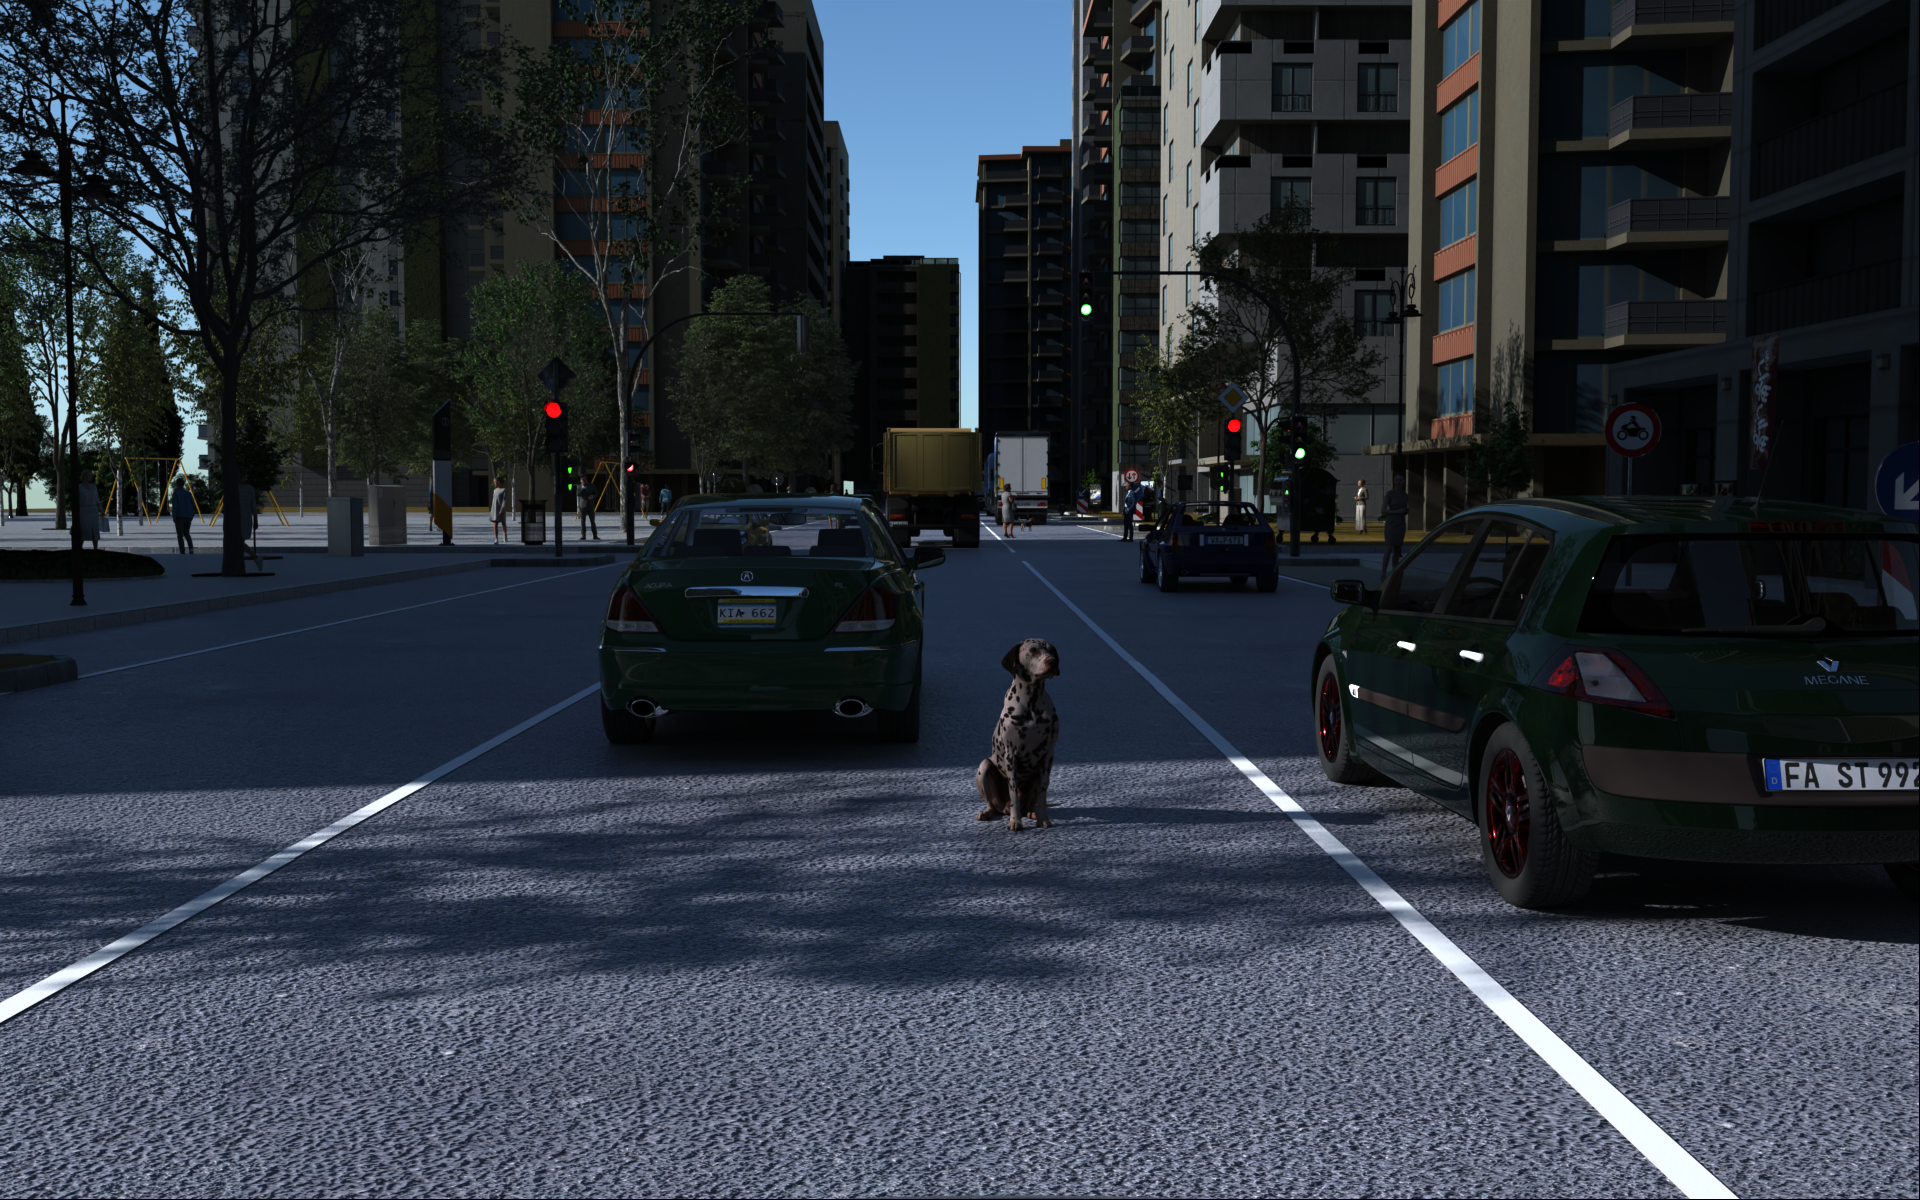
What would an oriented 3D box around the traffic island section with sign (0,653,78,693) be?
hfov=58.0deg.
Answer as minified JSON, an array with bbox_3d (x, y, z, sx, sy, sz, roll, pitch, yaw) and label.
[{"bbox_3d":[-7.803,-0.259,12.862,1.989,1.847,2.006,0,4,0],"label":"traffic island section with sign"}]

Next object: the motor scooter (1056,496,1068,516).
[{"bbox_3d":[6.693,-6.170,113.660,0.815,1.314,1.986,0,4,1],"label":"motor scooter"}]

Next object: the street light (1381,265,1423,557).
[{"bbox_3d":[8.934,-3.813,35.132,0.468,5.910,1.993,0,4,0],"label":"street light"}]

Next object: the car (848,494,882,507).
[{"bbox_3d":[-4.182,-3.757,71.219,2.009,1.686,4.222,0,4,-1],"label":"car"}]

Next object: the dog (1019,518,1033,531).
[{"bbox_3d":[2.576,-2.925,67.114,0.406,0.507,0.540,1,4,19],"label":"dog"}]

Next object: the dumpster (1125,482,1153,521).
[{"bbox_3d":[8.563,-4.684,82.347,1.264,1.857,1.865,0,4,0],"label":"dumpster"}]

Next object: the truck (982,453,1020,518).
[{"bbox_3d":[3.231,-7.203,107.535,2.967,4.110,18.799,0,4,-2],"label":"truck"}]

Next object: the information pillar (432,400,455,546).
[{"bbox_3d":[-12.807,-3.152,42.882,0.183,3.616,0.504,3,5,41],"label":"information pillar"}]

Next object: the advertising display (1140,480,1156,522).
[{"bbox_3d":[8.738,-4.604,80.492,0.123,1.923,0.974,-3,4,-38],"label":"advertising display"}]

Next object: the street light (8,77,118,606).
[{"bbox_3d":[-10.178,-2.877,19.820,0.468,5.910,1.993,0,4,0],"label":"street light"}]

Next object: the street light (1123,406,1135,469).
[{"bbox_3d":[8.646,-7.090,88.703,0.468,5.910,1.993,0,4,0],"label":"street light"}]

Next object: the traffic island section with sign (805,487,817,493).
[{"bbox_3d":[-8.239,-5.357,96.210,1.989,1.847,2.006,0,4,0],"label":"traffic island section with sign"}]

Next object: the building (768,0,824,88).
[{"bbox_3d":[-23.824,-32.723,158.717,21.300,48.544,21.600,0,4,0],"label":"building"}]

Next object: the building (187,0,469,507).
[{"bbox_3d":[-62.999,-39.002,179.676,28.212,58.520,21.231,0,4,0],"label":"building"}]

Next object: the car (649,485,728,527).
[{"bbox_3d":[-4.228,-1.194,29.751,2.015,1.641,3.980,0,4,-1],"label":"car"}]

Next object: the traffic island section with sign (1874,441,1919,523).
[{"bbox_3d":[7.012,-0.307,13.644,1.989,1.847,2.006,0,4,0],"label":"traffic island section with sign"}]

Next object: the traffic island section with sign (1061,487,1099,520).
[{"bbox_3d":[6.586,-5.318,95.576,1.989,1.847,2.006,0,4,0],"label":"traffic island section with sign"}]

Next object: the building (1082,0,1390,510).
[{"bbox_3d":[21.780,-30.129,147.235,22.147,44.769,28.867,0,4,0],"label":"building"}]

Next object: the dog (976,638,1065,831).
[{"bbox_3d":[0.337,0.560,7.675,0.513,0.831,0.800,2,4,26],"label":"dog"}]

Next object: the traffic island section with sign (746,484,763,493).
[{"bbox_3d":[-8.097,-3.662,68.509,1.989,1.847,2.006,0,4,0],"label":"traffic island section with sign"}]

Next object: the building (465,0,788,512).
[{"bbox_3d":[-25.112,-29.254,132.923,22.147,44.769,28.867,0,4,0],"label":"building"}]

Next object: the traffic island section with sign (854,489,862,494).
[{"bbox_3d":[-8.505,-8.357,145.269,1.989,1.847,2.006,0,4,0],"label":"traffic island section with sign"}]

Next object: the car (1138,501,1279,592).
[{"bbox_3d":[3.772,-0.862,26.673,1.945,1.354,3.894,0,4,0],"label":"car"}]

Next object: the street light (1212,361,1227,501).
[{"bbox_3d":[8.745,-5.246,58.556,0.468,5.910,1.993,0,4,0],"label":"street light"}]

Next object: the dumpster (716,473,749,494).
[{"bbox_3d":[-10.569,-4.800,80.966,1.502,2.255,1.985,0,4,0],"label":"dumpster"}]

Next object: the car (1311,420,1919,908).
[{"bbox_3d":[2.709,0.145,7.409,2.009,1.686,4.222,0,4,-1],"label":"car"}]

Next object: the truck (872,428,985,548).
[{"bbox_3d":[-0.854,-3.283,49.600,3.469,3.379,9.791,0,4,-2],"label":"truck"}]

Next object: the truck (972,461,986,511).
[{"bbox_3d":[2.410,-9.961,151.773,2.839,4.237,11.283,0,4,-2],"label":"truck"}]

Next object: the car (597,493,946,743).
[{"bbox_3d":[-1.155,0.025,11.393,2.131,1.459,4.920,0,4,-1],"label":"car"}]

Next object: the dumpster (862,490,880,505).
[{"bbox_3d":[-8.781,-9.924,170.479,1.865,1.857,1.264,0,4,1],"label":"dumpster"}]

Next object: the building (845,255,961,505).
[{"bbox_3d":[-6.988,-26.975,212.736,14.107,30.474,14.160,0,4,0],"label":"building"}]

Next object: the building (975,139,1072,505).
[{"bbox_3d":[14.824,-34.370,216.565,28.867,44.769,22.147,0,4,0],"label":"building"}]

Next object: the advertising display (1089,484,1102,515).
[{"bbox_3d":[8.465,-6.286,107.990,0.123,1.923,0.974,-3,5,-43],"label":"advertising display"}]

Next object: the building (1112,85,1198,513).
[{"bbox_3d":[17.985,-21.675,126.093,14.160,30.474,14.107,0,4,0],"label":"building"}]

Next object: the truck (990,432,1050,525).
[{"bbox_3d":[2.885,-5.779,83.397,2.839,4.237,11.283,0,4,1],"label":"truck"}]

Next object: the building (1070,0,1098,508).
[{"bbox_3d":[21.822,-38.760,175.732,21.231,58.520,28.212,0,4,0],"label":"building"}]

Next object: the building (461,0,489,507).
[{"bbox_3d":[-38.593,-45.382,180.240,20.611,71.187,20.563,0,4,0],"label":"building"}]

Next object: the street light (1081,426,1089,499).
[{"bbox_3d":[8.563,-8.898,118.276,0.468,5.910,1.993,0,4,0],"label":"street light"}]

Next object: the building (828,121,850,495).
[{"bbox_3d":[-24.858,-36.170,215.078,21.600,48.544,21.300,0,4,0],"label":"building"}]

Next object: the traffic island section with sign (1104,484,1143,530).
[{"bbox_3d":[6.739,-3.669,68.622,1.989,1.847,2.006,0,4,0],"label":"traffic island section with sign"}]

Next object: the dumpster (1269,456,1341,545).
[{"bbox_3d":[8.878,-2.573,44.559,1.502,2.255,1.985,0,4,0],"label":"dumpster"}]
